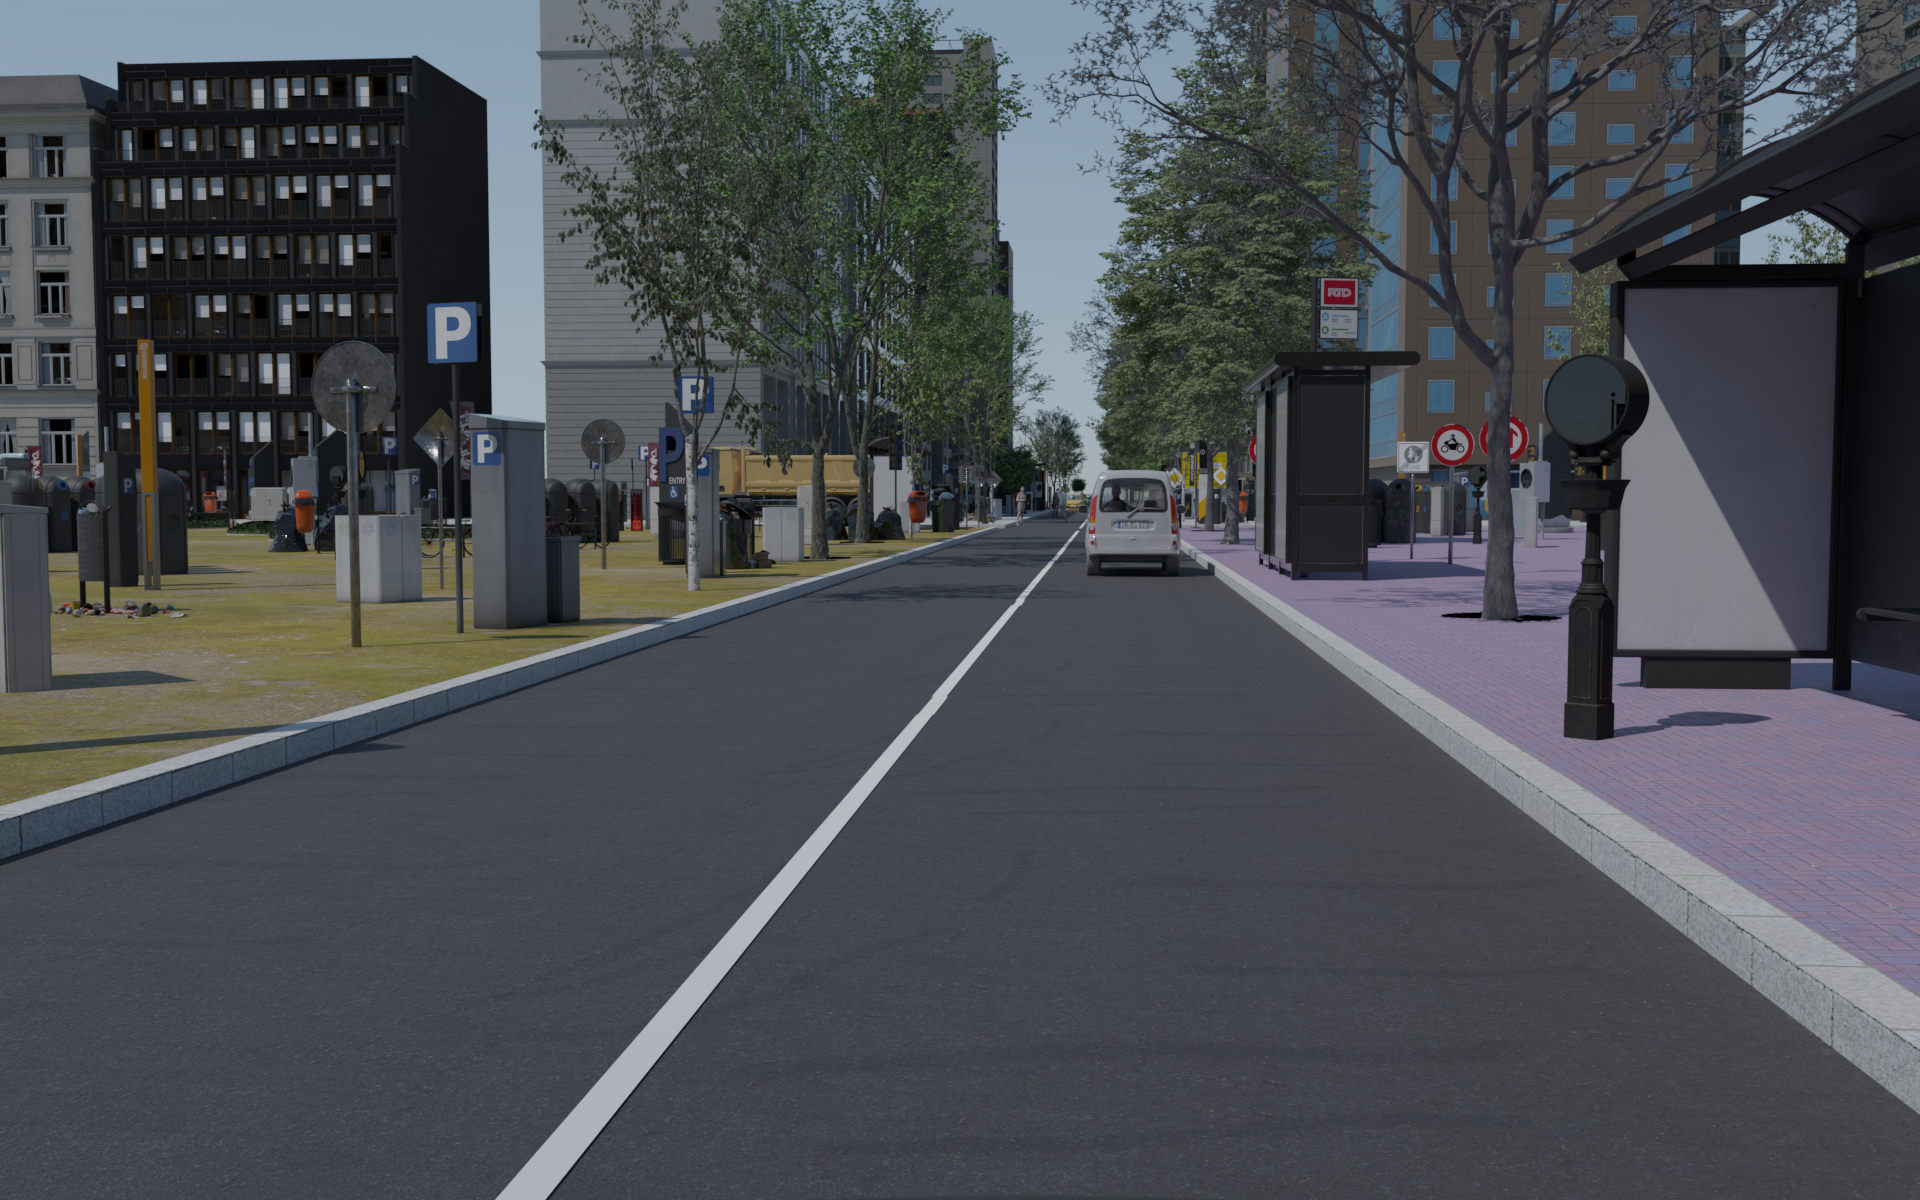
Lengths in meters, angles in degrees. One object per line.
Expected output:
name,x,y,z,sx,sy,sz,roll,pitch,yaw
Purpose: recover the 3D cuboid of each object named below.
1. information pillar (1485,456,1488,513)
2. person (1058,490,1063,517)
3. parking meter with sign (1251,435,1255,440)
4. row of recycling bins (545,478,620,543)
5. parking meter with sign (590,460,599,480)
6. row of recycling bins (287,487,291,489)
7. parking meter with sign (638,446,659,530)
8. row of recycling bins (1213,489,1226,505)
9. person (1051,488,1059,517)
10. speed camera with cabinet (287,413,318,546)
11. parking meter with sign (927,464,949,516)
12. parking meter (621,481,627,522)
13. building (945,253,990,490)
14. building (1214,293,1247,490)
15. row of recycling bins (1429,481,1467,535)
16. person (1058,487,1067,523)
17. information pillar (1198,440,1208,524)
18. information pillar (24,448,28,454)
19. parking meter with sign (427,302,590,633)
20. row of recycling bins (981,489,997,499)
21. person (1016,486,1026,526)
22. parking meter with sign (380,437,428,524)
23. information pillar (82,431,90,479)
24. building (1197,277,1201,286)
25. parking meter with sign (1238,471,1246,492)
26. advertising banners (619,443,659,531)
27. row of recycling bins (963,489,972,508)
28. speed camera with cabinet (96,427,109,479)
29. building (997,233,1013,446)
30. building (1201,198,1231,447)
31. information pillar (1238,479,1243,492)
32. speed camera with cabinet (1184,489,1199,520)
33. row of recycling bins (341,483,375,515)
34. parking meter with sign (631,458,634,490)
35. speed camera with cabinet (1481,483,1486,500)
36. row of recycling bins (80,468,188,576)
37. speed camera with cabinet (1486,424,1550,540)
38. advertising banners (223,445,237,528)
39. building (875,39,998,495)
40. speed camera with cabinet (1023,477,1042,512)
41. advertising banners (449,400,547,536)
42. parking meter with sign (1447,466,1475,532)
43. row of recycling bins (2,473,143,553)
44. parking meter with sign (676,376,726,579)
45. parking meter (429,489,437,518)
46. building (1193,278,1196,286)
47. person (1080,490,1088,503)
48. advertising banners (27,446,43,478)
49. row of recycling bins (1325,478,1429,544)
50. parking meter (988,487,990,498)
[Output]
information pillar,23.144,-5.142,75.422,0.504,3.616,0.183,-1,4,-17
person,6.359,-6.085,108.998,0.512,1.701,0.522,3,5,41
parking meter with sign,9.382,-3.342,50.910,0.543,3.016,1.738,-3,4,-38
row of recycling bins,-10.303,-2.329,45.187,1.069,1.692,3.534,3,4,36
parking meter with sign,-18.256,-5.350,83.736,1.738,3.016,0.543,2,4,33
row of recycling bins,-31.314,-4.768,85.067,3.534,1.692,1.069,-3,4,-37
parking meter with sign,-11.139,-4.082,62.995,0.543,3.016,1.738,1,4,8
row of recycling bins,20.417,-7.889,136.101,3.534,1.692,1.069,1,4,13
person,6.178,-6.243,110.689,0.709,1.813,0.853,1,4,15
speed camera with cabinet,-16.374,-2.980,43.066,0.660,3.252,2.038,-2,4,-25
parking meter with sign,-1.337,-6.434,101.454,0.543,3.016,1.738,-2,4,-34
parking meter,-15.396,-4.507,79.392,0.255,1.863,0.399,-1,4,-12
building,-11.215,-34.562,256.970,32.217,40.220,23.993,0,4,5
building,43.365,-29.137,248.093,14.160,30.474,14.107,0,4,5
row of recycling bins,15.406,-2.970,55.673,1.069,1.692,3.534,0,4,-2
person,5.162,-4.750,86.395,0.478,1.798,0.641,-1,4,-19
information pillar,10.333,-5.007,73.218,0.504,3.616,0.183,1,4,14
information pillar,-47.603,-5.954,88.703,0.504,3.616,0.183,-3,5,-44
parking meter with sign,-4.316,-1.248,16.659,0.543,3.016,1.738,1,4,21
row of recycling bins,2.270,-7.546,130.491,1.069,1.692,3.534,-1,4,-18
person,2.779,-4.233,78.045,0.599,1.781,0.374,-2,4,-33
parking meter with sign,-16.806,-3.450,52.675,1.738,3.016,0.543,2,4,33
information pillar,-32.324,-4.438,63.923,0.183,3.616,0.504,2,4,29
building,45.913,-38.768,283.967,14.600,45.320,14.200,0,4,5
parking meter with sign,21.743,-8.217,130.602,1.738,3.016,0.543,2,4,26
advertising banners,-11.175,-3.884,59.688,2.074,3.025,0.090,1,4,23
row of recycling bins,0.521,-8.345,143.553,1.069,1.692,3.534,0,4,2
speed camera with cabinet,-25.187,-3.425,50.340,0.660,3.252,2.038,1,4,21
building,1.816,-39.551,296.761,14.600,45.320,14.200,0,4,5
building,48.141,-39.269,265.746,21.300,48.544,21.600,0,4,5
information pillar,13.494,-4.858,83.918,0.304,2.012,0.304,-1,4,-13
speed camera with cabinet,11.624,-5.706,87.637,0.660,3.252,2.038,3,5,40
row of recycling bins,-22.329,-3.503,64.383,1.069,1.692,3.534,-1,4,-13
parking meter with sign,-15.115,-5.396,84.480,1.738,3.016,0.543,0,4,-5
speed camera with cabinet,19.650,-4.144,62.086,2.038,3.252,0.660,-2,4,-25
row of recycling bins,-13.627,-1.319,28.686,1.069,1.692,3.534,-2,4,-35
speed camera with cabinet,15.953,-3.365,49.355,0.660,3.252,2.038,-1,4,-17
advertising banners,-26.340,-4.054,62.472,0.090,3.025,2.074,-1,4,-12
building,-2.237,-51.358,277.954,20.563,71.187,20.611,0,4,5
speed camera with cabinet,4.971,-7.852,122.721,0.660,3.252,2.038,3,5,40
advertising banners,-8.835,-2.263,33.195,0.090,3.025,2.074,3,5,43
parking meter with sign,17.039,-3.844,59.113,0.543,3.016,1.738,-1,4,-11
row of recycling bins,-19.944,-1.925,38.583,1.069,1.692,3.534,1,4,12
parking meter with sign,-3.910,-1.850,26.510,0.543,3.016,1.738,0,4,0
parking meter,-25.726,-4.656,84.543,0.372,1.533,0.369,0,3,0
building,46.939,-37.594,298.262,14.154,41.232,14.086,0,4,5
person,11.572,-9.547,164.693,1.348,1.812,0.705,2,4,33
advertising banners,-32.573,-4.057,62.513,2.074,3.025,0.090,0,4,-3
row of recycling bins,10.587,-2.391,46.208,1.069,1.692,3.534,-3,5,-44
parking meter,2.233,-7.412,126.893,0.255,1.863,0.399,3,5,40
